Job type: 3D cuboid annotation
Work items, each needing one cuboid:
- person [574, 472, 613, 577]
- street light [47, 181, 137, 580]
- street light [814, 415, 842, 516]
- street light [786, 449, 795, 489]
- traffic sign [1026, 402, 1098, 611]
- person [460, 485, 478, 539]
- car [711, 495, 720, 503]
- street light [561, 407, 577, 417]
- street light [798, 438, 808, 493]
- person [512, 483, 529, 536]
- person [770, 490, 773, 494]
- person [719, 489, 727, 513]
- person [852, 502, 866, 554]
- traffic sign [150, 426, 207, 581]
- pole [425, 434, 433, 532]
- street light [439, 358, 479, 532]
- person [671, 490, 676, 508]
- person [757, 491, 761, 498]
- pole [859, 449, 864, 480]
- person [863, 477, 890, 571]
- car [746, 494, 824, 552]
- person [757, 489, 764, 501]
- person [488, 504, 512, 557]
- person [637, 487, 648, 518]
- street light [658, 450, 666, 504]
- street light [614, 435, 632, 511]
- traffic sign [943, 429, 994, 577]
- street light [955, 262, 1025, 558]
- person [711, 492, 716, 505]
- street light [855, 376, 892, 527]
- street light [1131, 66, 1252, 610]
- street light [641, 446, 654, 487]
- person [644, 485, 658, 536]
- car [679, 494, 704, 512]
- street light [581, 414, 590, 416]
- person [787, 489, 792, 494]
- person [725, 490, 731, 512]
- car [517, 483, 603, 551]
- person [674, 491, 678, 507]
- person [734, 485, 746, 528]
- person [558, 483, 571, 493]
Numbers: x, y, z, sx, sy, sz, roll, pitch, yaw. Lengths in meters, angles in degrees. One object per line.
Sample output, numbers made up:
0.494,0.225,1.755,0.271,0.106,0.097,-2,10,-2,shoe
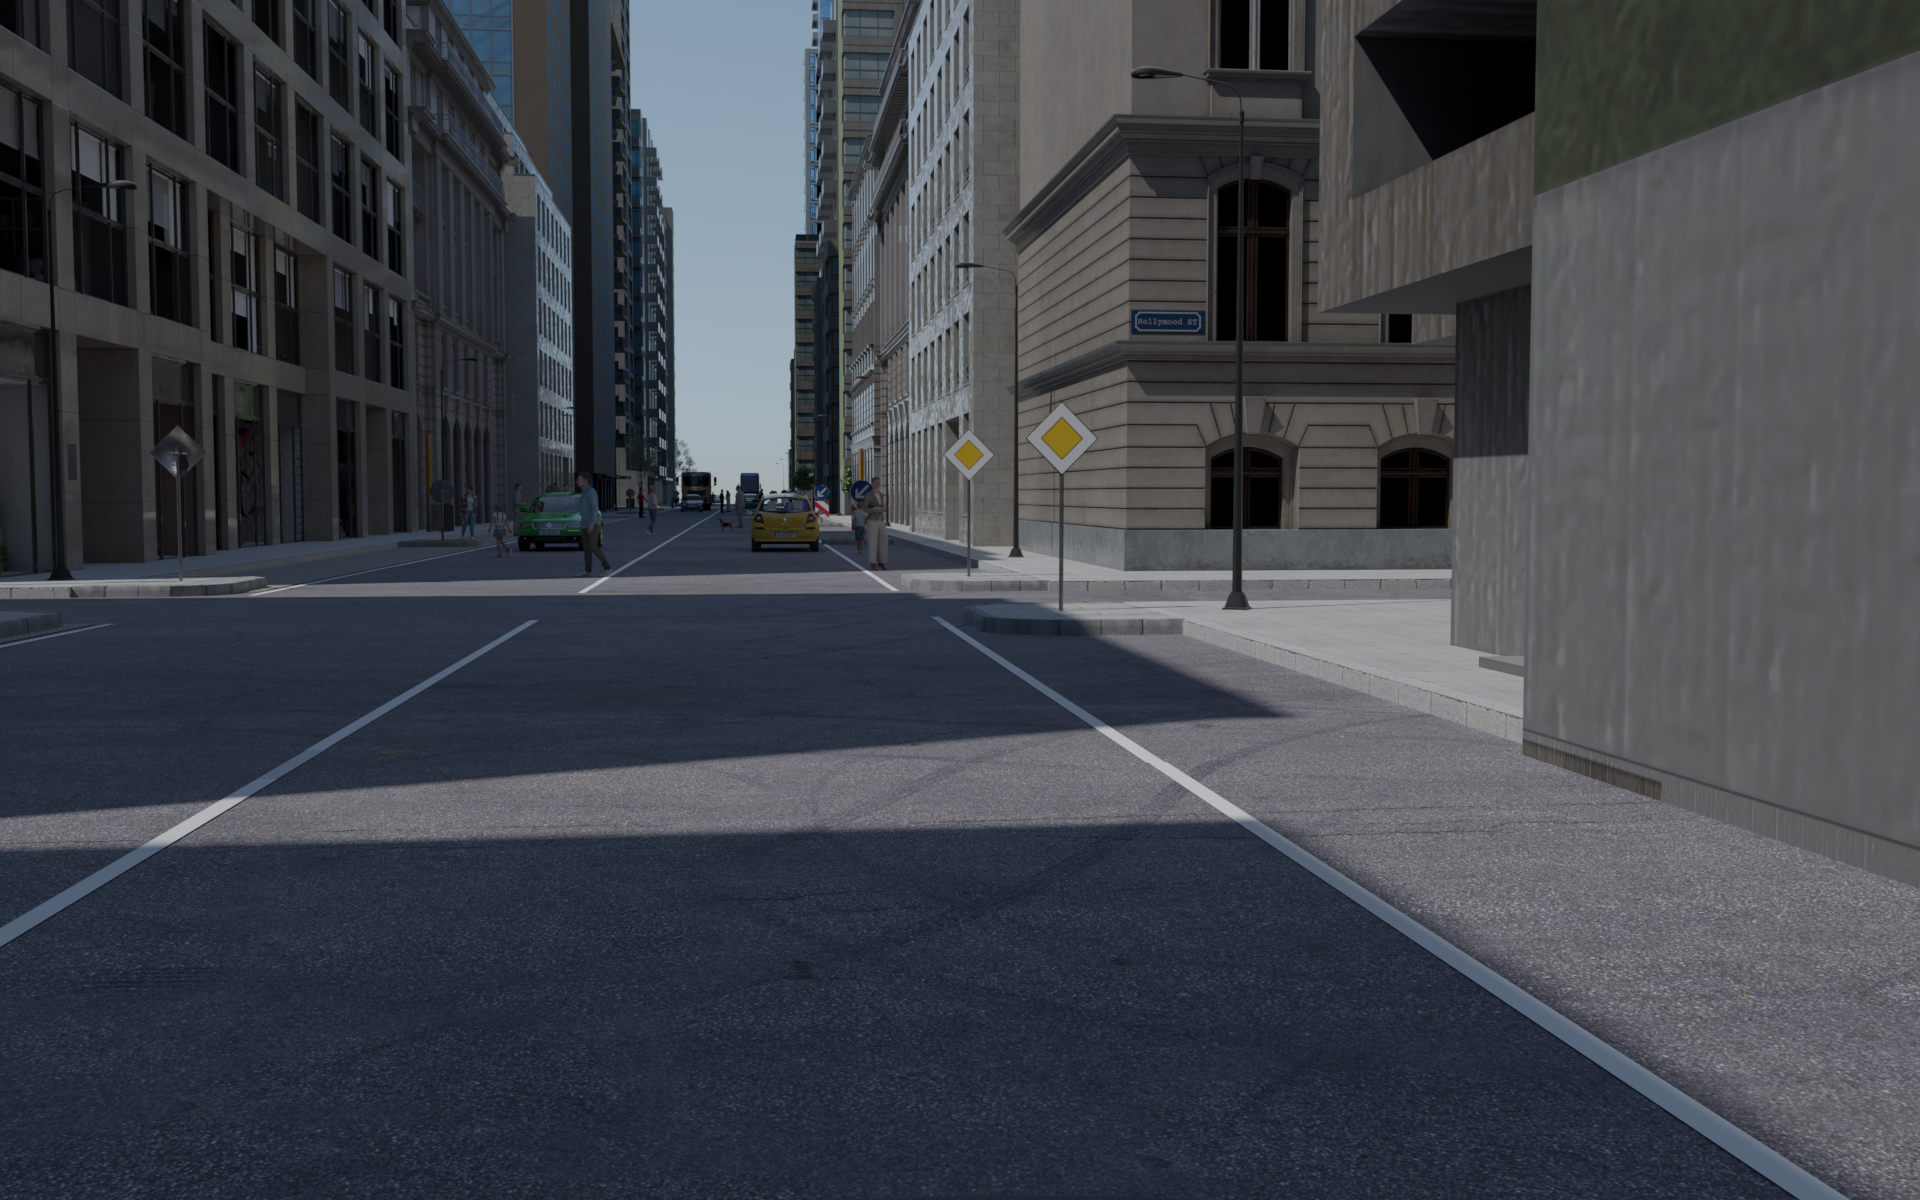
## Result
-6.357,-1.315,30.014,0.620,1.820,0.660,-2,4,-32,person
-12.900,-3.256,25.769,1.470,5.913,1.316,0,4,-7,street light
-7.626,-7.892,101.571,1.470,5.913,1.316,0,4,-7,street light
-16.859,-12.540,177.571,1.470,5.913,1.316,0,4,-7,street light
1.105,-0.935,18.922,0.795,2.450,0.064,0,4,-7,traffic sign
-15.438,-2.761,54.483,0.563,1.720,0.643,-2,4,-27,person
-33.363,-13.751,237.192,2.083,1.381,4.827,0,4,-5,car
-21.167,-7.320,92.215,1.470,5.913,1.316,0,4,-7,street light
-12.740,-10.487,144.009,1.470,5.913,1.316,0,4,-7,street light
-14.806,-3.038,58.369,0.583,1.804,0.606,-1,4,-18,person
-19.163,-10.345,177.506,0.599,1.838,0.709,2,4,27,person
-18.288,-7.628,133.350,0.705,1.807,1.348,1,4,13,person
-2.425,-1.731,41.485,0.332,1.250,0.352,1,4,11,person
-11.475,-1.334,25.453,0.795,2.450,0.064,0,4,-7,traffic sign
-17.926,-3.953,58.467,0.158,3.312,0.155,0,3,0,pole
-17.064,-5.287,58.988,1.470,5.913,1.316,0,4,-7,street light
-28.919,-10.195,175.053,0.599,1.838,0.709,0,4,5,person
-19.997,-9.957,172.031,0.721,1.736,1.217,2,4,35,person
-4.417,-5.122,77.582,0.158,3.312,0.155,0,3,0,pole
-1.552,-1.429,32.420,0.519,1.759,0.362,-3,5,-43,person
-4.490,-2.094,44.466,2.015,1.641,3.980,0,4,-6,car
-14.308,-7.108,124.677,0.705,1.831,1.348,-2,4,-27,person
-10.430,-1.573,39.230,0.382,1.210,0.505,3,5,40,person
-18.893,-5.771,102.794,0.705,1.831,1.348,1,4,15,person
-32.279,-12.910,183.622,1.470,5.913,1.316,0,4,-7,street light
-26.307,-9.946,135.154,1.470,5.913,1.316,0,4,-7,street light
0.135,-1.419,26.848,0.795,2.450,0.064,0,4,-7,traffic sign
0.598,-3.812,34.871,1.470,5.913,1.316,0,4,-7,street light
-31.298,-12.863,219.368,0.990,1.755,0.434,2,4,28,person
-3.409,-5.845,68.110,1.470,5.913,1.316,0,4,-7,street light
2.547,-2.844,19.049,1.470,5.913,1.316,0,4,-7,street light
-30.423,-11.978,168.379,1.470,5.913,1.316,0,4,-7,street light
-10.635,-3.089,59.685,0.731,1.740,0.598,3,4,39,person
-21.591,-7.791,139.379,2.014,1.417,4.499,-1,4,-9,car
-22.241,-7.862,101.084,1.470,5.913,1.316,0,4,-7,street light
-10.473,-6.035,107.687,0.721,1.766,1.217,-1,4,-14,person
-18.578,-7.917,138.614,0.621,1.740,0.551,-3,4,-36,person
-10.389,-2.223,45.141,1.959,1.807,4.718,0,4,-5,car
-30.974,-10.944,188.227,0.721,1.735,1.217,-3,4,-36,person
-9.438,-4.011,74.180,0.391,1.810,0.635,1,4,17,person
-14.490,-3.379,63.616,0.638,1.841,0.748,0,4,4,person
